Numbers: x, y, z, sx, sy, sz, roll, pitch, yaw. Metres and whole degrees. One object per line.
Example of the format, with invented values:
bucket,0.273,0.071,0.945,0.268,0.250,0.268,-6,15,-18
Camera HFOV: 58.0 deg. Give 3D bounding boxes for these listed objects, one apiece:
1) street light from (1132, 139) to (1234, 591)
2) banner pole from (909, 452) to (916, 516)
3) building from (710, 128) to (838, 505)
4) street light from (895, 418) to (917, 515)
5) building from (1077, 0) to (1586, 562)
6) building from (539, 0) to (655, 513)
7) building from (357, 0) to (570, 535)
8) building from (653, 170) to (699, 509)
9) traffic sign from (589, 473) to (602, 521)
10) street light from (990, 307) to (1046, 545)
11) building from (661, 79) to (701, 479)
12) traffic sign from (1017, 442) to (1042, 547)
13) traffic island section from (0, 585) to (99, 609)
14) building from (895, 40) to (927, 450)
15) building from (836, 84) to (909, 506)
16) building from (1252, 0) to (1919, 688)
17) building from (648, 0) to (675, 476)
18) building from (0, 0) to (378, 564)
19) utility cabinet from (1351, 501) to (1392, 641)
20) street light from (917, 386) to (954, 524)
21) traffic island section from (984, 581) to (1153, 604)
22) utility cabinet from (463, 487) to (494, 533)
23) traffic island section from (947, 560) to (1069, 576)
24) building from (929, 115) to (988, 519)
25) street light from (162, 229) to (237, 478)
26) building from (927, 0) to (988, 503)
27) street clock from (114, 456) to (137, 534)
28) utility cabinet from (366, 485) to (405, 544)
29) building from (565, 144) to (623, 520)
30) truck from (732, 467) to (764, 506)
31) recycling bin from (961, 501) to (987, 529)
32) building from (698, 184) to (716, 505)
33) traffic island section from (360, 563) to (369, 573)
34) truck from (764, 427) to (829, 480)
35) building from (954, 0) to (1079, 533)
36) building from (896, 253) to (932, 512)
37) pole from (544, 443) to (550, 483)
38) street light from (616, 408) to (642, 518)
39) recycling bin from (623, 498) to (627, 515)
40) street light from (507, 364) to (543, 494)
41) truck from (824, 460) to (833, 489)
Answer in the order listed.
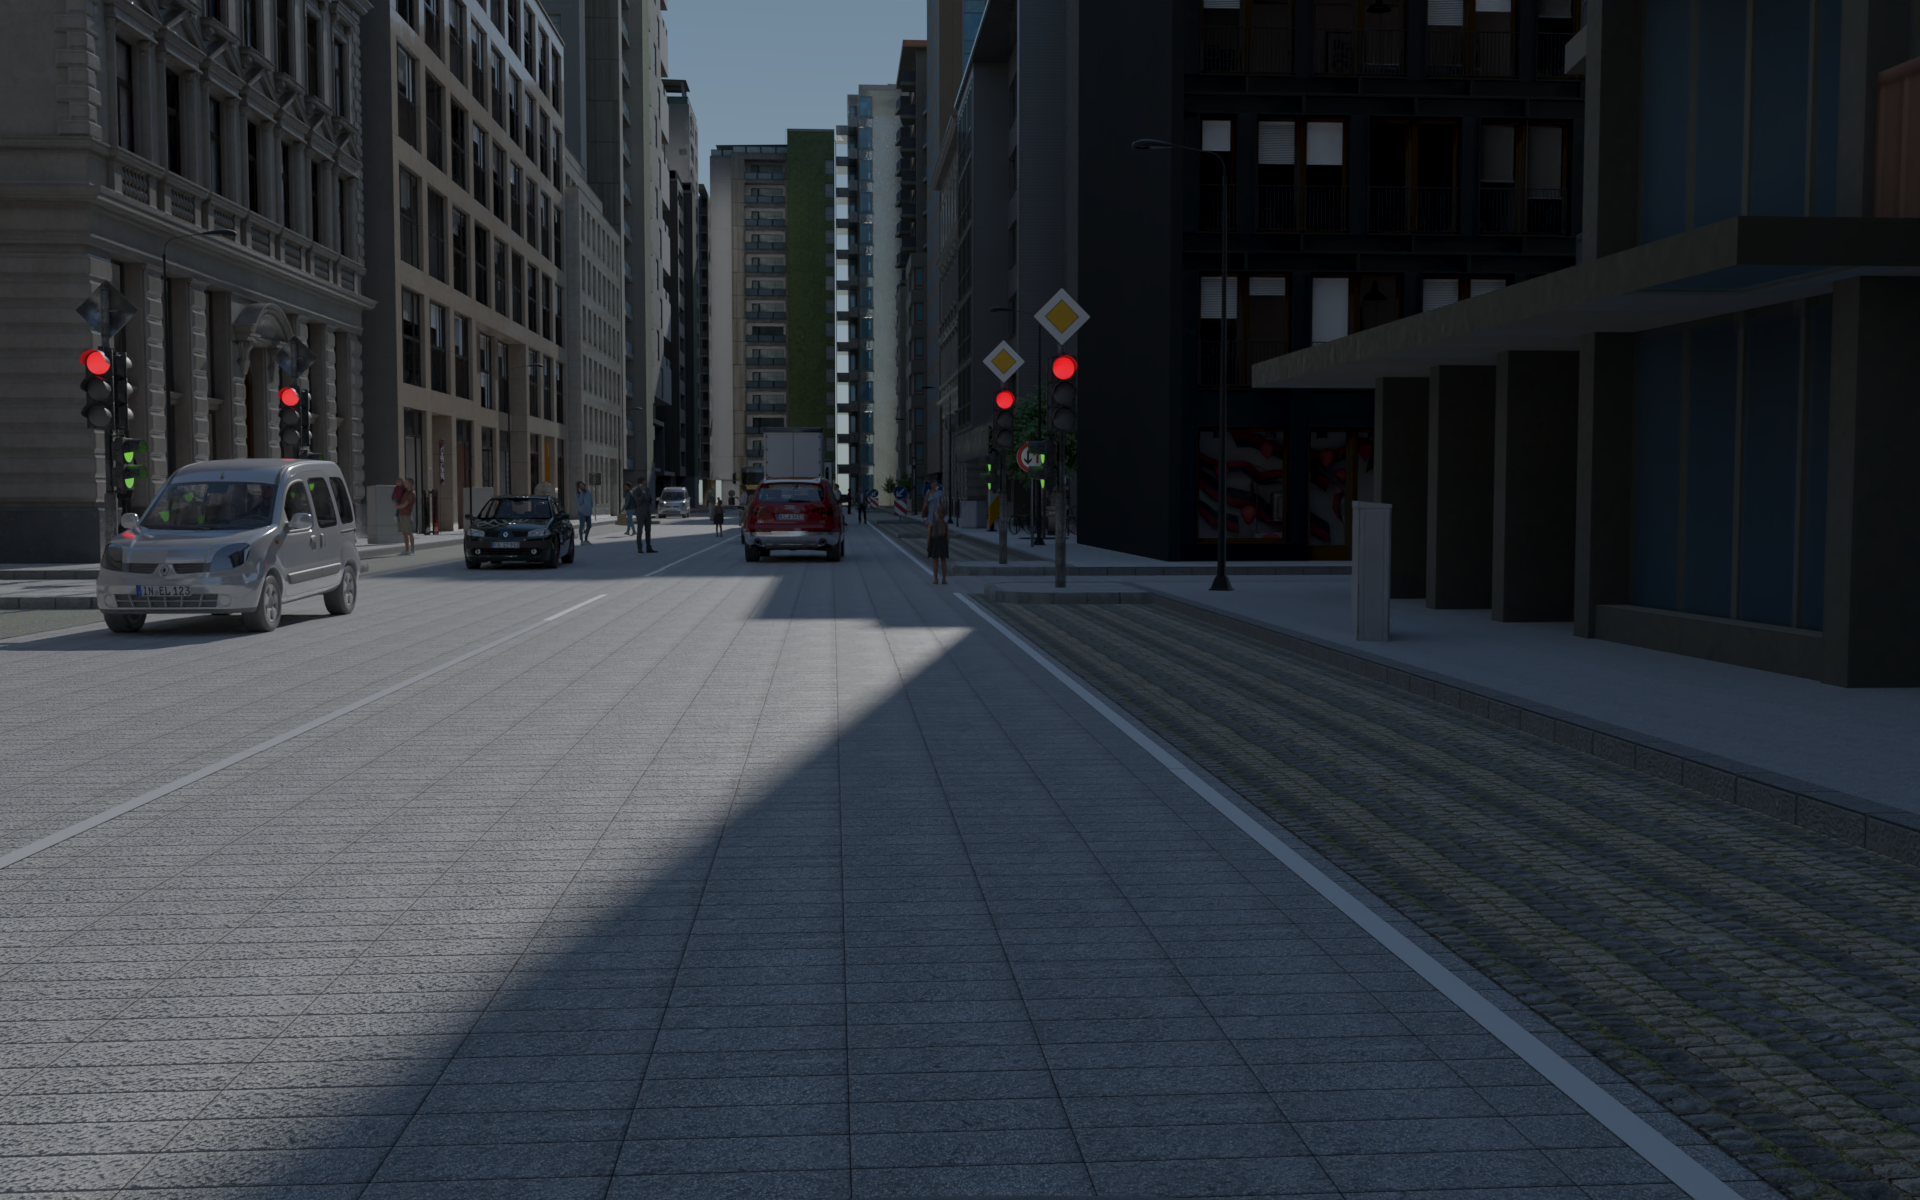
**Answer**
street light,2.947,-3.080,22.892,1.470,5.913,1.316,0,4,-4
banner pole,-2.777,-6.905,102.909,0.401,3.779,0.863,-1,4,-19
building,-21.060,-31.387,196.767,14.086,41.232,14.154,0,4,-4
street light,-3.248,-8.170,106.122,1.470,5.913,1.316,0,4,-4
building,11.369,-12.787,38.742,15.834,23.373,12.332,0,4,-4
building,-27.612,-26.173,111.525,14.154,41.232,14.086,0,4,-4
building,-27.717,-16.095,67.672,19.350,26.468,34.151,0,4,-4
building,-30.859,-23.353,153.515,14.160,30.474,14.107,0,4,-4
traffic sign,-17.432,-4.935,82.811,0.606,2.300,0.079,0,4,3
street light,1.442,-4.320,43.178,1.470,5.913,1.316,0,4,-4
building,-33.275,-29.935,173.035,14.086,41.232,14.154,0,4,-4
traffic sign,1.744,-2.543,41.684,0.768,2.556,0.104,0,4,-1
traffic island section,-11.204,-0.037,22.880,2.009,0.180,2.903,0,4,-4
building,4.996,-31.381,167.697,22.147,44.769,28.867,0,4,-4
building,0.801,-35.674,202.881,30.456,49.044,23.786,0,4,-4
building,15.633,-21.634,8.344,22.147,44.769,28.867,0,4,-4
building,-36.562,-33.155,131.320,28.713,52.752,27.495,0,4,-4
building,-21.316,-12.919,40.096,11.050,23.489,19.941,0,4,-4
utility cabinet,3.696,-0.269,15.556,0.306,1.237,1.020,1,4,10
street light,-0.964,-6.239,74.550,1.470,5.913,1.316,0,4,-4
traffic island section,1.403,-0.093,23.807,2.009,0.180,2.903,0,4,-4
utility cabinet,-15.820,-2.948,56.884,0.318,1.500,1.173,2,4,24
traffic island section,0.813,-0.580,31.770,2.009,0.180,2.903,0,4,-4
building,4.347,-16.396,96.953,11.050,23.489,19.941,0,4,-4
street light,-13.381,-3.544,30.482,1.470,5.913,1.316,0,4,-4
building,5.053,-28.539,116.719,14.600,45.320,14.200,0,4,-4
street clock,-14.886,-1.608,30.853,0.471,2.002,0.358,2,4,29
utility cabinet,-14.627,-2.168,44.121,0.318,1.500,1.173,1,4,18
building,-24.611,-14.621,93.800,10.420,20.320,16.860,0,4,-4
truck,-14.407,-7.894,124.987,3.469,3.379,9.791,0,4,-3
recycling bin,0.532,-3.196,64.815,0.722,1.027,0.722,3,4,37
building,-40.833,-31.346,204.383,23.993,40.220,32.217,0,4,-4
traffic island section,-11.795,-0.524,30.843,2.009,0.180,2.903,0,4,-4
truck,-7.384,-5.472,78.378,2.839,4.237,11.283,0,4,-4
building,7.882,-15.440,71.516,14.314,24.678,30.058,0,4,-4
building,9.212,-18.022,139.693,27.650,21.520,28.899,0,4,-4
pole,-16.629,-4.647,69.817,0.158,3.312,0.155,0,3,0
street light,-17.802,-7.383,93.255,1.470,5.913,1.316,0,4,-4
recycling bin,-20.024,-5.667,105.202,0.722,1.027,0.722,-3,5,-40
street light,-15.553,-5.464,61.872,1.470,5.913,1.316,0,4,-4
truck,-12.071,-9.626,146.293,2.839,4.237,11.283,0,4,-5
